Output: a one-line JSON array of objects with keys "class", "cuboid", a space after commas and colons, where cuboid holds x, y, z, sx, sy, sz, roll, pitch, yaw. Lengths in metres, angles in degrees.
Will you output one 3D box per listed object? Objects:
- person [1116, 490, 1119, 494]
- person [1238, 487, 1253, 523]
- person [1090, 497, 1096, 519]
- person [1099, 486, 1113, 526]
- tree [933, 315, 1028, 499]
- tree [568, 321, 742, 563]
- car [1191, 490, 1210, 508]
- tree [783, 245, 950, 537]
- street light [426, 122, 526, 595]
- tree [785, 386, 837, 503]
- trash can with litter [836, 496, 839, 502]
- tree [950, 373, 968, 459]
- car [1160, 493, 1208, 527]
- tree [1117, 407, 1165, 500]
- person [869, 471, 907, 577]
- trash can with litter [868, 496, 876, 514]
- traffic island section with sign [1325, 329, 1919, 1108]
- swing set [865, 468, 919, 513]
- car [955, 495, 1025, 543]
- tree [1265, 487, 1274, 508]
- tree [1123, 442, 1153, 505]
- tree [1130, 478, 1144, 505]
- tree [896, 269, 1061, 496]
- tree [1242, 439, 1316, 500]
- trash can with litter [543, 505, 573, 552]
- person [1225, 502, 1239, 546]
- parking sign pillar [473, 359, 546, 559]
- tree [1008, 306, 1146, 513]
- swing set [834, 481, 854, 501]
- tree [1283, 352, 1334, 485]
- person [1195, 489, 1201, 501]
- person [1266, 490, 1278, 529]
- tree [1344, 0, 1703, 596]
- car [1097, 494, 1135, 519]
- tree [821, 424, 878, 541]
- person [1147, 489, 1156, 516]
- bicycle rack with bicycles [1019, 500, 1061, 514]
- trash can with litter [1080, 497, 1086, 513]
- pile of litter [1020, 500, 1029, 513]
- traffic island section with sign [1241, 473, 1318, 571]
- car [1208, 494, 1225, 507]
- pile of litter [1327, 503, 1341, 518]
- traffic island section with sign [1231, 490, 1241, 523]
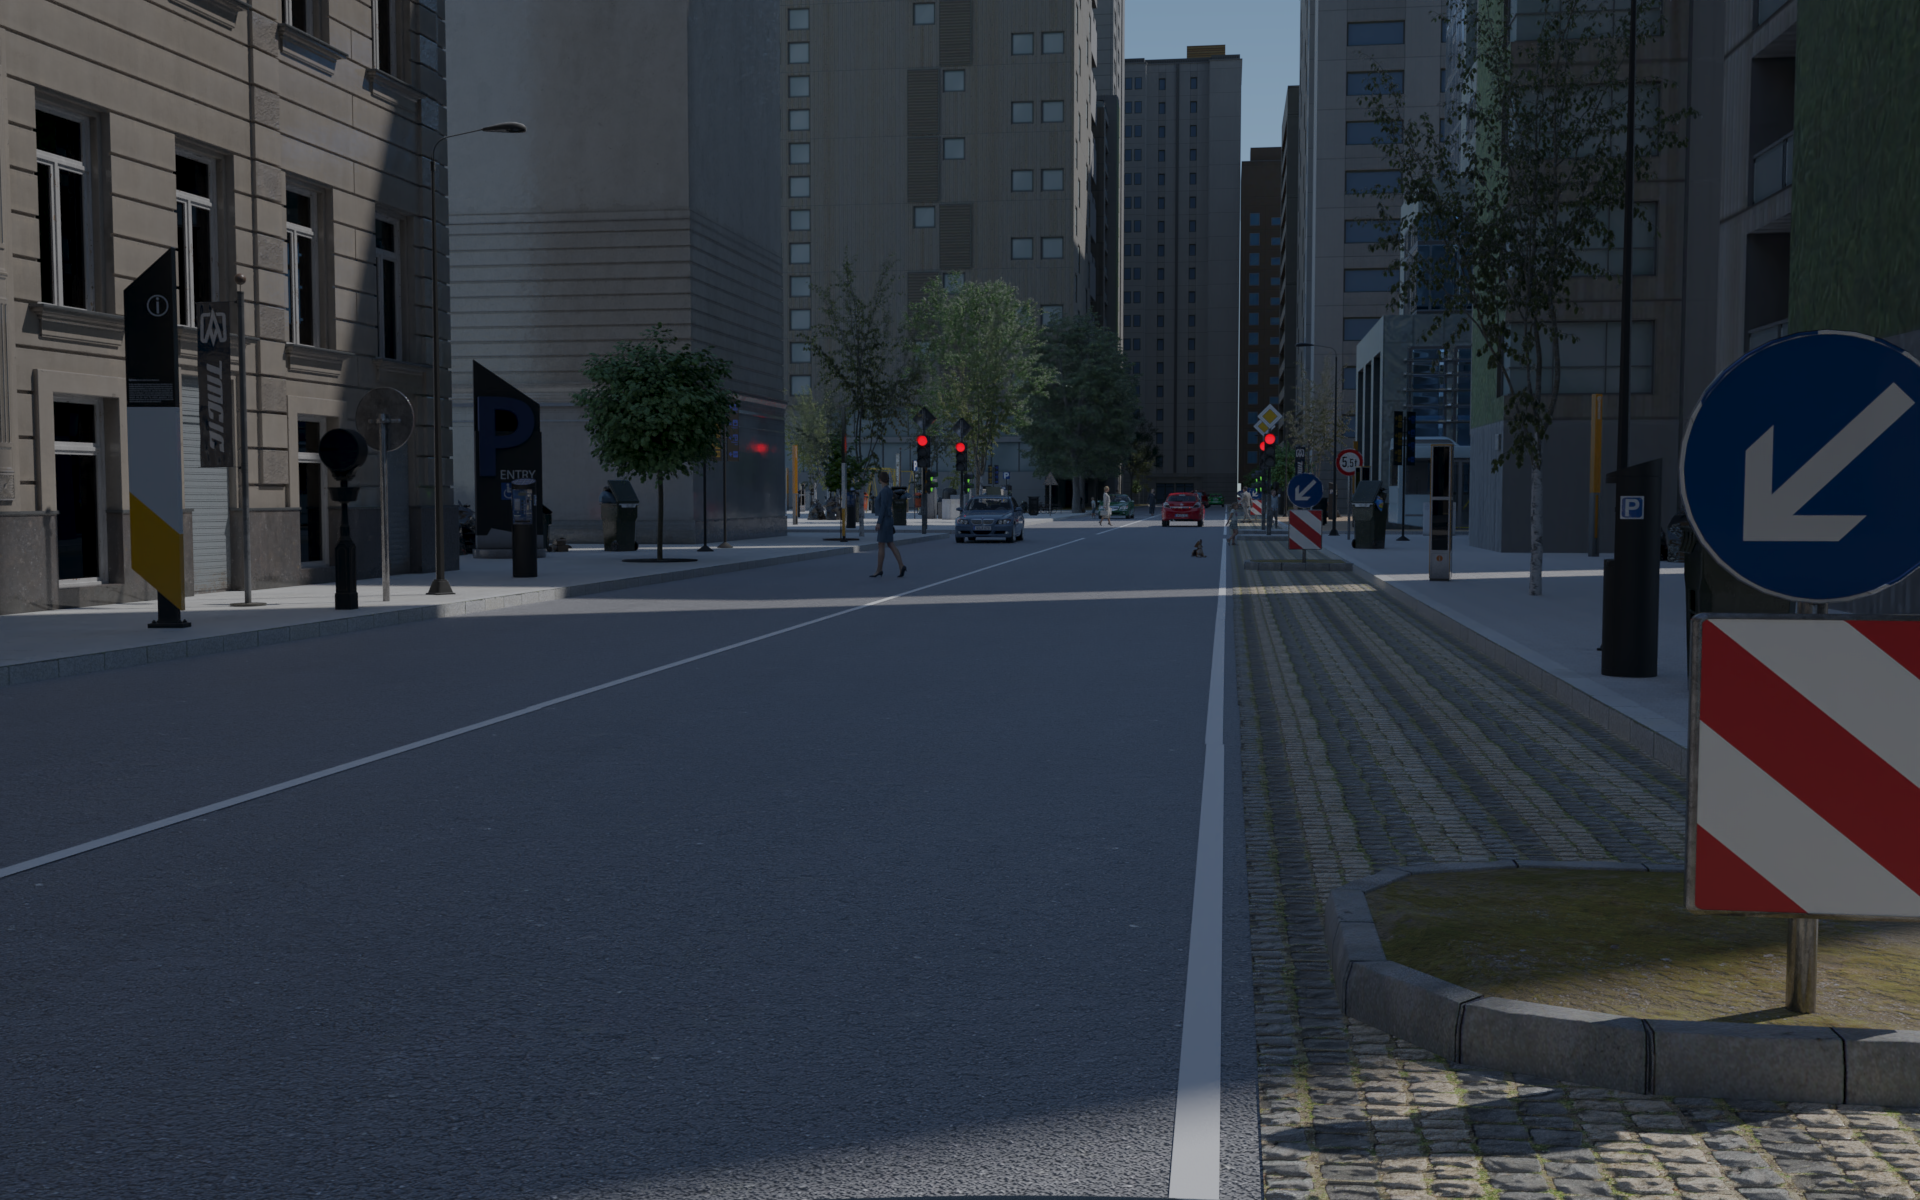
[{"class": "person", "cuboid": [12.457, -7.802, 136.402, 0.599, 1.781, 0.374, 0, 4, 8]}, {"class": "person", "cuboid": [14.001, -4.649, 84.791, 0.678, 1.792, 0.850, -3, 5, -40]}, {"class": "person", "cuboid": [7.763, -5.370, 100.980, 0.332, 1.250, 0.352, -2, 4, -27]}, {"class": "person", "cuboid": [6.584, -4.246, 78.279, 0.624, 1.780, 0.694, 1, 4, 19]}, {"class": "tree", "cuboid": [0.845, -7.430, 71.844, 4.737, 8.622, 4.395, 0, 3, 0]}, {"class": "tree", "cuboid": [-5.781, -3.006, 32.862, 4.285, 4.588, 4.351, 0, 3, 0]}, {"class": "car", "cuboid": [24.195, -10.224, 175.830, 2.281, 1.827, 5.304, 1, 4, 9]}, {"class": "tree", "cuboid": [-2.734, -6.224, 52.118, 4.360, 8.622, 3.978, 0, 3, 0]}, {"class": "street light", "cuboid": [-6.105, -3.017, 21.868, 1.470, 5.913, 1.316, 1, 4, 9]}, {"class": "tree", "cuboid": [-9.790, -10.126, 115.914, 4.737, 8.622, 4.395, 0, 3, 0]}, {"class": "trash can with litter", "cuboid": [-8.536, -7.056, 126.424, 2.233, 1.210, 1.678, 2, 4, 25]}, {"class": "tree", "cuboid": [-1.672, -9.033, 98.051, 4.360, 8.622, 3.978, 0, 3, 0]}, {"class": "car", "cuboid": [9.947, -4.163, 77.103, 2.155, 1.783, 4.494, 1, 4, 9]}, {"class": "tree", "cuboid": [18.595, -15.348, 185.355, 7.601, 10.594, 8.767, -2, 4, -25]}, {"class": "person", "cuboid": [-1.246, -1.298, 29.738, 0.654, 1.822, 0.581, 2, 4, 30]}, {"class": "trash can with litter", "cuboid": [-5.448, -6.241, 113.429, 0.624, 1.170, 1.055, 3, 5, 45]}, {"class": "traffic island section with sign", "cuboid": [2.098, 0.223, 4.984, 1.989, 1.847, 2.006, 1, 4, 9]}, {"class": "swing set", "cuboid": [-4.657, -7.283, 116.692, 3.119, 2.851, 2.862, -1, 4, -22]}, {"class": "car", "cuboid": [0.938, -2.468, 52.361, 2.014, 1.417, 4.499, 0, 4, 8]}, {"class": "tree", "cuboid": [29.244, -10.378, 164.286, 1.663, 3.219, 1.824, 0, 3, 0]}, {"class": "tree", "cuboid": [21.613, -15.797, 208.647, 4.737, 8.622, 4.395, 0, 3, 0]}, {"class": "tree", "cuboid": [20.692, -12.743, 202.943, 1.663, 3.219, 1.824, 0, 3, 0]}, {"class": "tree", "cuboid": [0.887, -9.411, 79.621, 9.928, 11.665, 9.643, 0, 3, 0]}, {"class": "tree", "cuboid": [19.717, -7.378, 104.344, 4.285, 4.588, 4.351, 0, 3, 0]}, {"class": "trash can with litter", "cuboid": [-9.162, -1.648, 38.335, 0.624, 1.170, 1.055, 3, 5, 41]}, {"class": "person", "cuboid": [7.588, -2.125, 48.259, 0.382, 1.210, 0.505, 1, 4, 14]}, {"class": "parking sign pillar", "cuboid": [-9.091, -2.837, 34.853, 1.447, 3.967, 1.447, -1, 4, -20]}, {"class": "tree", "cuboid": [7.748, -12.818, 116.236, 9.857, 13.997, 8.962, 0, 3, 0]}, {"class": "swing set", "cuboid": [-8.369, -8.691, 139.712, 3.119, 2.851, 2.862, 1, 4, 19]}, {"class": "tree", "cuboid": [18.735, -8.595, 90.896, 4.360, 8.622, 3.978, 0, 3, 0]}, {"class": "person", "cuboid": [18.127, -7.541, 131.813, 0.660, 1.820, 0.620, 3, 4, 38]}, {"class": "person", "cuboid": [12.297, -3.528, 67.990, 0.589, 1.601, 0.330, -1, 4, -22]}, {"class": "tree", "cuboid": [7.060, -4.365, 21.729, 4.360, 8.622, 3.978, 0, 3, 0]}, {"class": "car", "cuboid": [9.133, -5.452, 100.936, 2.131, 1.459, 4.920, 1, 4, 10]}, {"class": "tree", "cuboid": [-3.327, -3.253, 47.782, 1.663, 3.219, 1.824, 0, 3, 0]}, {"class": "person", "cuboid": [12.642, -6.434, 114.125, 0.576, 1.772, 0.534, -1, 4, -18]}, {"class": "bicycle rack with bicycles", "cuboid": [5.127, -6.008, 111.610, 2.925, 0.926, 2.852, -1, 4, -22]}, {"class": "trash can with litter", "cuboid": [8.144, -6.529, 118.138, 0.624, 1.170, 1.055, 2, 4, 29]}, {"class": "pile of litter", "cuboid": [4.628, -6.354, 117.845, 1.176, 0.858, 1.719, 2, 4, 33]}, {"class": "traffic island section with sign", "cuboid": [6.413, -1.485, 32.910, 1.989, 1.847, 2.006, 1, 4, 9]}, {"class": "car", "cuboid": [28.151, -11.106, 190.374, 1.959, 1.807, 4.718, 1, 4, 9]}, {"class": "pile of litter", "cuboid": [20.083, -4.939, 94.720, 1.719, 0.858, 1.176, 0, 4, 8]}, {"class": "traffic island section with sign", "cuboid": [14.632, -4.748, 86.261, 1.989, 1.847, 2.006, 1, 4, 9]}]
